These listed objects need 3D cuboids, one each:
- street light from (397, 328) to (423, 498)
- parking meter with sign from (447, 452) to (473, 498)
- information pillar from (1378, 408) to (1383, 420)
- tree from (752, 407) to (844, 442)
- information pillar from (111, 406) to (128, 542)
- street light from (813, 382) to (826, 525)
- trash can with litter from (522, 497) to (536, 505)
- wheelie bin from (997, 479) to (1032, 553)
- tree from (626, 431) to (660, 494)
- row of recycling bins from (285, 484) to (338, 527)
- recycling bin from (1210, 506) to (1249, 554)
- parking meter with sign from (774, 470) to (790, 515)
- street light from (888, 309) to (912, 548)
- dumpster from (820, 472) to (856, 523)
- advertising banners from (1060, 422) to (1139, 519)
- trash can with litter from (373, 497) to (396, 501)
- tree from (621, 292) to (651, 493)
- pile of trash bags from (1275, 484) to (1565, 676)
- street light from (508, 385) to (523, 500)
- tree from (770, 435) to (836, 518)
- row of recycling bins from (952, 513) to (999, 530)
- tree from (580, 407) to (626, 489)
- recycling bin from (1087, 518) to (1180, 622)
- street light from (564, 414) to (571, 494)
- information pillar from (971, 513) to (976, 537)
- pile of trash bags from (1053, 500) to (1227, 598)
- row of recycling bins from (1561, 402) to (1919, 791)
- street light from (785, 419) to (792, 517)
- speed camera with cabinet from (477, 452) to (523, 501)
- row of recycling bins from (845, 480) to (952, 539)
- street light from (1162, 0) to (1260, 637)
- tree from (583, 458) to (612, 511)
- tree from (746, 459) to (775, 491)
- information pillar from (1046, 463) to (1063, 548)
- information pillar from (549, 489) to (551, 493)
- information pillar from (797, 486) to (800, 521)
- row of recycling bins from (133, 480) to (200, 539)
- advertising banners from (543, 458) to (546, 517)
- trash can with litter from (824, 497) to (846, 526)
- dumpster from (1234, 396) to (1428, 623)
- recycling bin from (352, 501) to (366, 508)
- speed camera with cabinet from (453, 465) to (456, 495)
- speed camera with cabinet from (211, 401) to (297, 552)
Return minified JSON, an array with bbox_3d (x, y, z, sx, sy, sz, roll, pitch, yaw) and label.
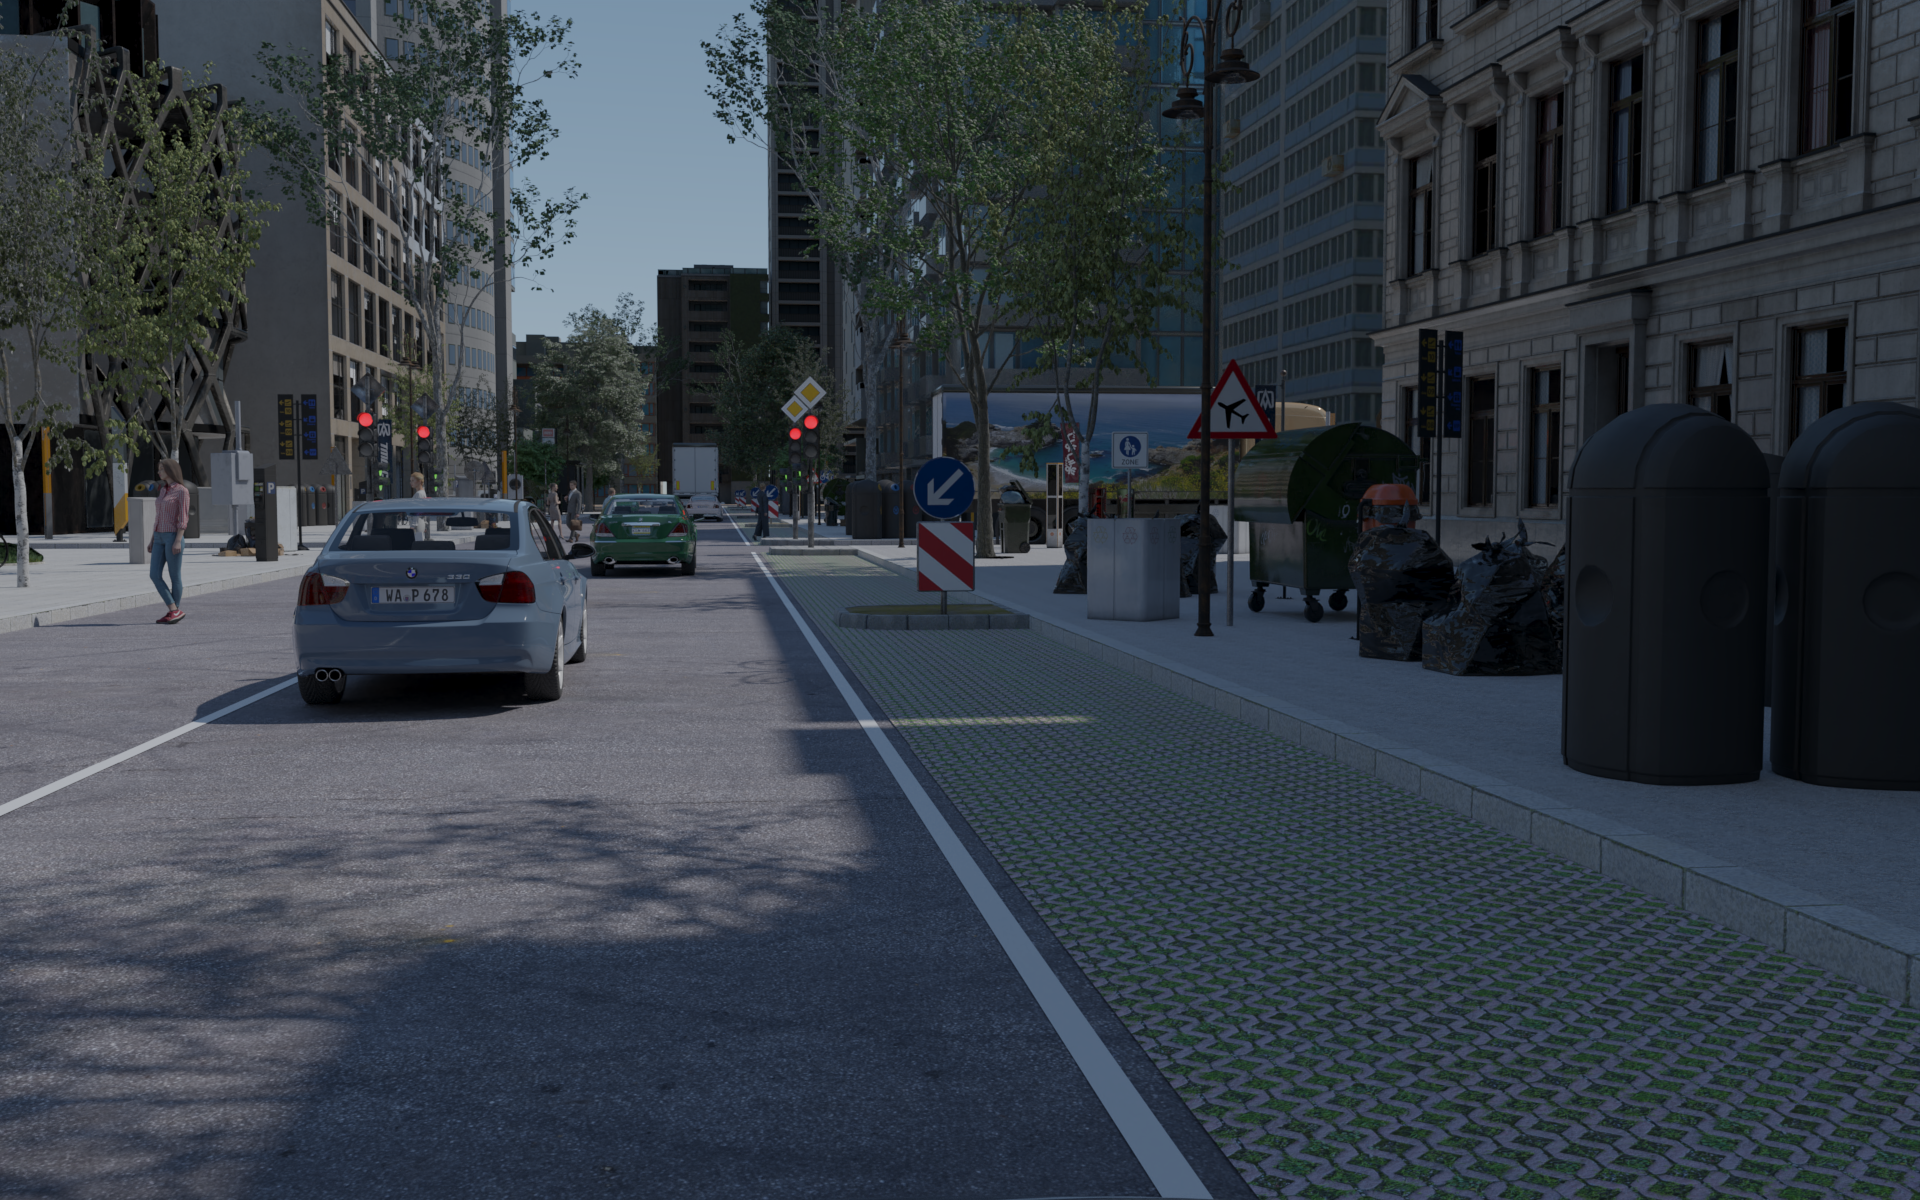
[{"bbox_3d":[-15.297,-4.619,48.307,0.468,5.910,1.993,0,4,-8],"label":"street light"},{"bbox_3d":[-20.559,-4.630,71.969,1.738,3.016,0.543,-3,4,-37],"label":"parking meter with sign"},{"bbox_3d":[10.538,-3.175,43.258,0.183,3.616,0.504,-1,4,-15],"label":"information pillar"},{"bbox_3d":[-12.757,-11.967,130.076,7.601,10.594,8.767,1,4,20],"label":"tree"},{"bbox_3d":[-22.427,-3.356,46.225,0.504,3.616,0.183,2,4,29],"label":"information pillar"},{"bbox_3d":[-5.814,-6.033,71.431,0.468,5.910,1.993,0,4,-8],"label":"street light"},{"bbox_3d":[-19.263,-4.046,77.534,0.624,1.170,1.055,0,4,1],"label":"trash can with litter"},{"bbox_3d":[1.177,-1.818,37.633,0.693,1.594,0.980,-1,4,-12],"label":"wheelie bin"},{"bbox_3d":[-36.397,-15.124,197.635,4.737,8.622,4.395,0,3,0],"label":"tree"},{"bbox_3d":[-26.086,-3.817,69.520,1.069,1.692,3.534,0,4,6],"label":"row of recycling bins"},{"bbox_3d":[5.850,-1.518,37.379,0.722,1.027,0.722,3,4,37],"label":"recycling bin"},{"bbox_3d":[-10.602,-6.763,106.833,1.738,3.016,0.543,0,4,-3],"label":"parking meter with sign"},{"bbox_3d":[-1.402,-4.188,41.264,0.468,5.910,1.993,0,4,-8],"label":"street light"},{"bbox_3d":[-5.405,-4.551,76.897,1.502,2.255,1.985,0,4,-8],"label":"dumpster"},{"bbox_3d":[3.356,-2.800,41.966,2.074,3.025,0.090,2,4,29],"label":"advertising banners"},{"bbox_3d":[-20.901,-3.129,62.550,0.624,1.170,1.055,0,4,7],"label":"trash can with litter"},{"bbox_3d":[-30.285,-18.631,160.501,12.611,20.169,13.585,0,3,0],"label":"tree"},{"bbox_3d":[4.013,-0.254,13.900,1.912,1.369,3.447,-1,4,-11],"label":"pile of trash bags"},{"bbox_3d":[-18.896,-6.172,73.694,0.468,5.910,1.993,0,4,-8],"label":"street light"},{"bbox_3d":[-8.403,-6.599,91.614,4.285,4.588,4.351,0,3,0],"label":"tree"},{"bbox_3d":[-0.006,-3.341,61.735,3.534,1.692,1.069,-2,4,-23],"label":"row of recycling bins"},{"bbox_3d":[-29.722,-11.955,145.829,4.360,8.622,3.978,0,3,0],"label":"tree"},{"bbox_3d":[1.788,-0.322,17.819,0.722,1.027,0.722,3,4,38],"label":"recycling bin"},{"bbox_3d":[-22.601,-7.771,99.840,0.468,5.910,1.993,0,4,-8],"label":"street light"},{"bbox_3d":[0.367,-3.679,51.506,0.183,3.616,0.504,0,4,0],"label":"information pillar"},{"bbox_3d":[2.806,-0.748,21.987,3.447,1.369,1.912,3,5,44],"label":"pile of trash bags"},{"bbox_3d":[4.590,-0.043,7.809,3.534,1.692,1.069,0,4,5],"label":"row of recycling bins"},{"bbox_3d":[-9.525,-7.605,97.126,0.468,5.910,1.993,0,4,-8],"label":"street light"},{"bbox_3d":[-21.472,-5.294,80.893,2.038,3.252,0.660,-1,4,-11],"label":"speed camera with cabinet"},{"bbox_3d":[-1.835,-2.642,50.313,1.069,1.692,3.534,3,5,39],"label":"row of recycling bins"},{"bbox_3d":[2.208,-2.612,15.490,0.468,5.910,1.993,0,4,-8],"label":"street light"},{"bbox_3d":[-28.097,-9.105,132.578,4.285,4.588,4.351,0,3,0],"label":"tree"},{"bbox_3d":[-21.673,-14.463,186.828,4.737,8.622,4.395,0,3,0],"label":"tree"},{"bbox_3d":[2.242,-2.235,41.036,0.304,2.012,0.304,2,4,27],"label":"information pillar"},{"bbox_3d":[-27.413,-7.630,116.105,0.504,3.616,0.183,1,4,17],"label":"information pillar"},{"bbox_3d":[-7.924,-4.865,84.038,0.304,2.012,0.304,0,4,-7],"label":"information pillar"},{"bbox_3d":[-23.300,-2.678,50.898,1.069,1.692,3.534,-3,5,-43],"label":"row of recycling bins"},{"bbox_3d":[-19.986,-5.333,83.385,0.090,3.025,2.074,-1,4,-10],"label":"advertising banners"},{"bbox_3d":[-4.871,-3.523,68.993,1.055,1.170,0.624,1,4,13],"label":"trash can with litter"},{"bbox_3d":[3.822,-0.950,18.028,1.502,2.255,1.985,0,4,-8],"label":"dumpster"},{"bbox_3d":[-20.581,-2.907,60.089,0.722,1.027,0.722,3,5,40],"label":"recycling bin"},{"bbox_3d":[-33.705,-7.453,116.194,0.660,3.252,2.038,-1,4,-14],"label":"speed camera with cabinet"},{"bbox_3d":[-15.324,-2.647,37.609,0.660,3.252,2.038,1,4,18],"label":"speed camera with cabinet"}]
